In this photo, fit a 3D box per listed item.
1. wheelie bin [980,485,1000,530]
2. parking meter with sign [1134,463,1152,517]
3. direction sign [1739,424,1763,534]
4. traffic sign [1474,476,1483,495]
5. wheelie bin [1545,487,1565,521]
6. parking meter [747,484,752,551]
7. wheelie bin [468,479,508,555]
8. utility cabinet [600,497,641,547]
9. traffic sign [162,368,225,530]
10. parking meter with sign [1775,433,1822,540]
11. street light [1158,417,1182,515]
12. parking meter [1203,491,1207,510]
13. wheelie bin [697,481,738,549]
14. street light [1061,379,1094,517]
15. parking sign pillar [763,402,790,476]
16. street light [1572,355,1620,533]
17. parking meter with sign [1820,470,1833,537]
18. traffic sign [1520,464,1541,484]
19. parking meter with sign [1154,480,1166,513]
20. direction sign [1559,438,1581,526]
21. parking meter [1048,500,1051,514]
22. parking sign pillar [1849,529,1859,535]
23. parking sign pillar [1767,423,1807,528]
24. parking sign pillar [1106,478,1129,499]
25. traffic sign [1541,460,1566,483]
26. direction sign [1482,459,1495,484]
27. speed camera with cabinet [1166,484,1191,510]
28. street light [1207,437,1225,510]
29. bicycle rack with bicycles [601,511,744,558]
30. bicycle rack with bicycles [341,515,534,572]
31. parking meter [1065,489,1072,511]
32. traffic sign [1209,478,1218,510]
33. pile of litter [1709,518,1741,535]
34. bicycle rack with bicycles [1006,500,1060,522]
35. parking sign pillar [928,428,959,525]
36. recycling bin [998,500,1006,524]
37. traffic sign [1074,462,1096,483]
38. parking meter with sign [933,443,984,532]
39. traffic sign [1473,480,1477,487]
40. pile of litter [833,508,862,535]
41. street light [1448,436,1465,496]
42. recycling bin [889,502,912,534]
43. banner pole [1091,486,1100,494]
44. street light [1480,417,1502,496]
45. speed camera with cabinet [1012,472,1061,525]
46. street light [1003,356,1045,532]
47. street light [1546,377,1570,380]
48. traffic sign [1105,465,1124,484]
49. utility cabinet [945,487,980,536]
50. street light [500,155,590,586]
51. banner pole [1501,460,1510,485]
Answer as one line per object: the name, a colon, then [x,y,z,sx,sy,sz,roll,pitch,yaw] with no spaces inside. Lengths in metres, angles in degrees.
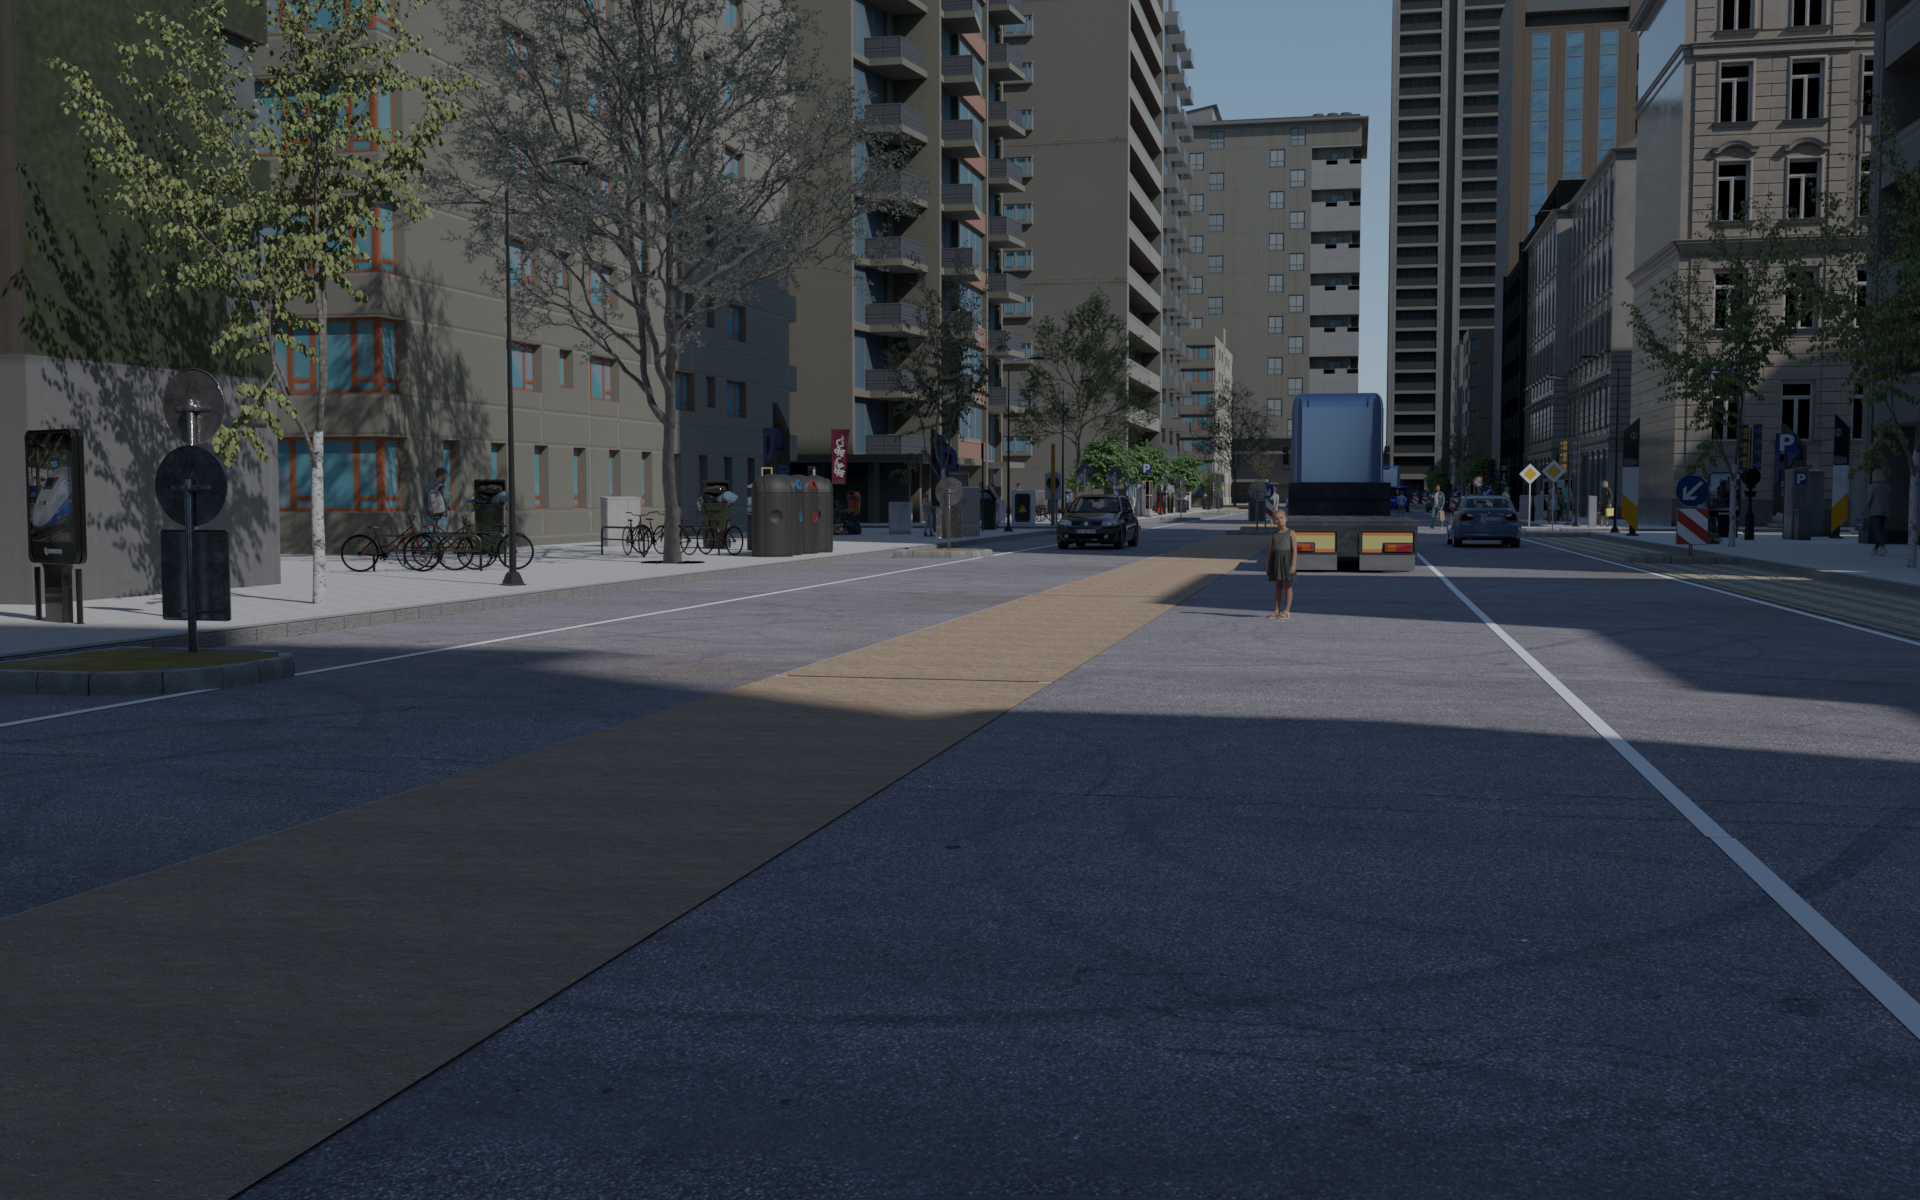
wheelie bin: [1.039,-3.321,62.208,0.693,1.594,0.980,1,4,12]
parking meter with sign: [10.243,-6.220,97.963,0.543,3.016,1.738,2,4,29]
direction sign: [25.683,-3.933,56.308,0.379,3.537,0.876,-2,4,-26]
traffic sign: [37.022,-7.550,123.550,0.768,2.556,0.104,1,4,17]
wheelie bin: [28.324,-4.552,82.325,0.980,1.594,0.693,-1,4,-9]
parking meter: [-4.669,-1.899,39.454,0.372,1.533,0.369,0,3,0]
wheelie bin: [-9.979,-1.773,36.900,0.980,1.594,0.693,-1,4,-11]
utility cabinet: [-8.313,-1.915,42.477,0.306,1.237,1.020,3,5,41]
traffic sign: [-7.779,-1.068,17.563,0.768,2.556,0.104,1,4,18]
parking meter with sign: [23.525,-3.211,48.757,0.543,3.016,1.738,0,4,6]
street light: [12.719,-8.104,105.047,1.470,5.913,1.316,1,4,13]
parking meter: [20.181,-8.212,142.670,0.372,1.533,0.369,0,3,0]
wheelie bin: [-5.719,-2.009,40.761,0.980,1.594,0.693,0,3,0]
street light: [4.693,-5.959,69.973,1.470,5.913,1.316,1,4,13]
parking sign pillar: [-5.316,-3.783,50.324,1.447,3.967,1.447,-1,4,-22]
street light: [21.302,-5.207,57.683,1.470,5.913,1.316,1,4,13]
parking meter with sign: [25.526,-3.406,51.949,1.738,3.016,0.543,-1,4,-10]
traffic sign: [21.815,-3.919,66.263,0.795,2.593,0.064,1,4,13]
parking meter with sign: [13.770,-7.482,118.593,0.543,3.016,1.738,-1,4,-14]
direction sign: [24.778,-4.798,70.449,0.876,3.537,0.379,0,4,-5]
parking meter: [5.736,-6.347,109.491,0.399,1.863,0.255,3,5,43]
parking sign pillar: [28.733,-4.024,54.263,1.447,3.967,1.447,-3,5,-39]
parking sign pillar: [31.159,-4.683,65.035,1.447,3.967,1.447,-1,4,-12]
parking sign pillar: [9.012,-6.775,99.249,1.447,3.967,1.447,2,4,28]
traffic sign: [20.050,-3.443,58.475,0.795,2.593,0.064,1,4,13]
direction sign: [34.563,-7.416,113.253,0.876,3.537,0.379,-1,4,-11]
speed camera with cabinet: [17.719,-8.955,140.748,2.038,3.252,0.660,0,4,1]
street light: [20.669,-10.241,139.987,1.470,5.913,1.316,1,4,13]
bicycle rack with bicycles: [-6.260,-1.405,36.360,2.852,0.926,2.925,-3,4,-39]
bicycle rack with bicycles: [-8.696,-0.983,29.453,2.925,0.926,2.852,0,4,-1]
parking meter: [5.746,-5.090,91.628,0.372,1.533,0.369,0,3,0]
traffic sign: [20.678,-8.639,141.360,0.768,2.556,0.104,1,4,22]
pile of litter: [23.733,-2.496,54.782,1.719,0.858,1.176,3,5,41]
bicycle rack with bicycles: [3.225,-4.089,80.243,2.925,0.926,2.852,1,4,18]
parking sign pillar: [-0.618,-5.064,71.268,1.447,3.967,1.447,3,5,42]
recycling bin: [1.532,-3.802,74.717,0.722,1.027,0.722,1,4,21]
traffic sign: [4.454,-3.659,62.019,0.795,2.593,0.064,1,4,13]
parking meter with sign: [-0.052,-3.837,58.991,1.738,3.016,0.543,0,4,4]
traffic sign: [38.085,-7.774,127.217,0.768,2.556,0.104,1,4,20]
pile of litter: [-3.747,-2.479,54.490,1.176,0.858,1.719,3,4,38]
street light: [39.890,-10.185,139.067,1.470,5.913,1.316,1,4,13]
recycling bin: [-1.916,-2.648,55.842,0.722,1.027,0.722,0,4,2]
banner pole: [8.165,-7.024,104.856,0.863,3.779,0.401,2,4,35]
street light: [31.890,-8.041,104.003,1.470,5.913,1.316,1,4,13]
speed camera with cabinet: [3.155,-4.719,71.488,2.038,3.252,0.660,0,4,3]
street light: [2.172,-5.263,58.596,1.470,5.913,1.316,1,4,13]
street light: [23.867,-5.869,68.499,1.470,5.913,1.316,1,4,13]
traffic sign: [6.220,-4.136,69.807,0.795,2.593,0.064,1,4,13]
utility cabinet: [0.001,-2.663,52.222,1.173,1.500,0.318,0,4,-5]
street light: [-5.755,-3.149,24.034,1.470,5.913,1.316,1,4,13]
banner pole: [39.475,-8.274,125.290,0.863,3.779,0.401,-1,4,-10]
